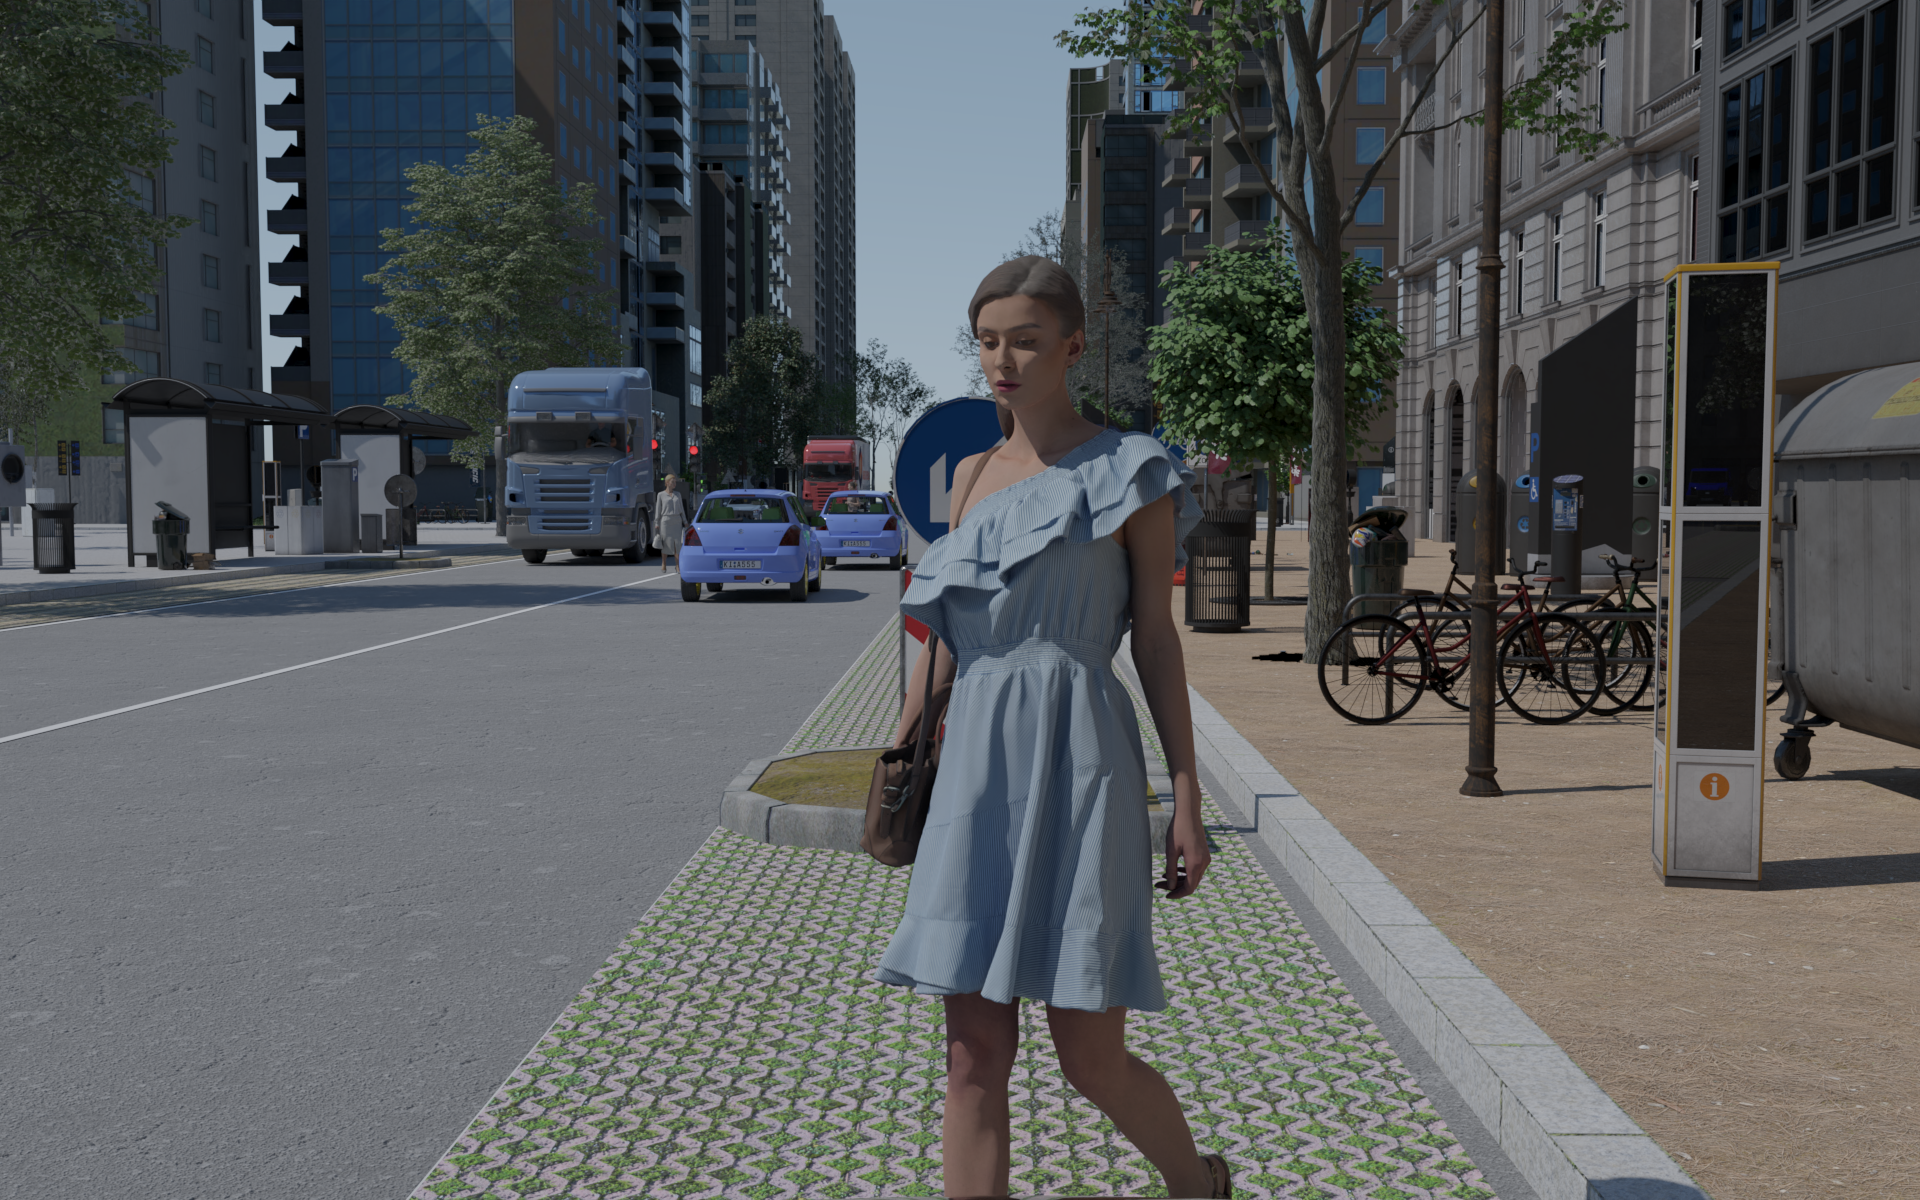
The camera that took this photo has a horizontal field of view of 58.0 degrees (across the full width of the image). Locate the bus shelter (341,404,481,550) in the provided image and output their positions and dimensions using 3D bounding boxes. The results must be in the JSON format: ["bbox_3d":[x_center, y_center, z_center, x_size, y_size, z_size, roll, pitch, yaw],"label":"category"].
[{"bbox_3d":[-13.377,-2.931,41.851,2.014,3.302,5.546,0,4,1],"label":"bus shelter"}]

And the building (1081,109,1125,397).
[{"bbox_3d":[21.393,-33.785,202.497,14.600,45.320,14.200,0,4,1],"label":"building"}]

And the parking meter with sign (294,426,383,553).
[{"bbox_3d":[-13.442,-2.526,37.556,1.738,3.016,0.543,0,4,3],"label":"parking meter with sign"}]

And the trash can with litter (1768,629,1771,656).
[{"bbox_3d":[7.077,-0.174,13.908,1.678,1.210,2.233,-1,4,-14],"label":"trash can with litter"}]

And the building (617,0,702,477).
[{"bbox_3d":[-29.875,-49.324,119.115,22.319,86.520,31.000,0,4,1],"label":"building"}]

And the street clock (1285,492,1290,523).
[{"bbox_3d":[14.523,-4.410,76.666,0.471,2.002,0.358,1,4,19],"label":"street clock"}]

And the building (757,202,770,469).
[{"bbox_3d":[-25.914,-24.027,164.535,14.160,30.474,14.107,0,4,1],"label":"building"}]

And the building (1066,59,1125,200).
[{"bbox_3d":[26.066,-52.099,290.062,20.563,71.187,20.611,0,4,1],"label":"building"}]

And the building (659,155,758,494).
[{"bbox_3d":[-25.942,-23.165,150.451,14.160,30.474,14.107,0,4,1],"label":"building"}]

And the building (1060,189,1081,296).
[{"bbox_3d":[26.609,-39.509,269.671,21.300,48.544,21.600,0,4,1],"label":"building"}]

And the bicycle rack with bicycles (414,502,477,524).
[{"bbox_3d":[-22.266,-3.794,75.406,2.925,0.926,2.852,3,4,36],"label":"bicycle rack with bicycles"}]

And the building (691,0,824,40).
[{"bbox_3d":[-27.453,-49.295,244.227,20.563,71.187,20.611,0,4,1],"label":"building"}]

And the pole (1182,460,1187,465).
[{"bbox_3d":[7.048,-3.710,54.497,0.158,3.312,0.155,0,3,0],"label":"pole"}]

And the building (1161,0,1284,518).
[{"bbox_3d":[23.777,-27.480,103.919,22.147,44.769,28.867,0,4,1],"label":"building"}]

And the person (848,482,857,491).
[{"bbox_3d":[-3.110,-2.457,49.015,0.374,1.781,0.599,-3,5,-40],"label":"person"}]

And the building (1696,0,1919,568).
[{"bbox_3d":[17.824,-13.520,14.565,14.314,27.812,24.014,0,4,1],"label":"building"}]

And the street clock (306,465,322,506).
[{"bbox_3d":[-15.996,-2.357,43.109,0.471,2.002,0.358,-1,4,-14],"label":"street clock"}]

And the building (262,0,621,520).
[{"bbox_3d":[-26.133,-26.889,89.745,14.600,45.320,14.200,0,4,1],"label":"building"}]

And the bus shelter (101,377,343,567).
[{"bbox_3d":[-13.783,-2.374,32.735,2.014,3.302,5.546,0,4,1],"label":"bus shelter"}]

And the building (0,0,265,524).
[{"bbox_3d":[-42.153,-24.238,79.886,14.086,41.232,14.154,0,4,1],"label":"building"}]

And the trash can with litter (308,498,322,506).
[{"bbox_3d":[-17.325,-2.185,47.114,0.624,1.170,1.055,-3,4,-38],"label":"trash can with litter"}]

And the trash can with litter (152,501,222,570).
[{"bbox_3d":[-13.089,-1.098,29.333,1.055,1.170,0.624,0,4,-6],"label":"trash can with litter"}]

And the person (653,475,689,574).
[{"bbox_3d":[-5.193,-1.370,31.254,0.694,1.780,0.624,-1,4,-13],"label":"person"}]

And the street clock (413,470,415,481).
[{"bbox_3d":[-14.422,-2.478,45.080,0.471,2.002,0.358,-1,4,-11],"label":"street clock"}]

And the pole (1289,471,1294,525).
[{"bbox_3d":[13.665,-4.735,71.258,0.158,3.312,0.155,0,3,0],"label":"pole"}]

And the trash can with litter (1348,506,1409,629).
[{"bbox_3d":[3.881,-0.324,16.677,0.624,1.170,1.055,-1,4,-10],"label":"trash can with litter"}]

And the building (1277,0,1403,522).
[{"bbox_3d":[22.860,-26.267,79.572,14.200,45.320,14.600,0,4,1],"label":"building"}]

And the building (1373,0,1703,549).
[{"bbox_3d":[18.420,-12.044,38.728,13.314,21.916,24.055,0,4,1],"label":"building"}]

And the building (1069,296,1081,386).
[{"bbox_3d":[22.648,-29.364,251.803,14.160,30.474,14.107,0,4,1],"label":"building"}]

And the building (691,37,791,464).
[{"bbox_3d":[-30.286,-34.685,186.707,23.786,49.044,30.456,0,4,1],"label":"building"}]

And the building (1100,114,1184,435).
[{"bbox_3d":[17.813,-22.220,134.994,14.160,30.474,14.107,0,4,1],"label":"building"}]

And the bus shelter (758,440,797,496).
[{"bbox_3d":[-12.592,-8.728,120.333,2.179,5.291,8.768,0,4,1],"label":"bus shelter"}]

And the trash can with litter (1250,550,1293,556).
[{"bbox_3d":[5.860,-1.552,36.439,2.233,1.210,1.678,1,4,19],"label":"trash can with litter"}]

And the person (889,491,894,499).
[{"bbox_3d":[-7.169,-10.491,180.709,0.721,1.739,1.217,-2,4,-25],"label":"person"}]

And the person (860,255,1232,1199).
[{"bbox_3d":[0.130,0.349,2.889,0.778,1.811,0.616,-3,5,-44],"label":"person"}]

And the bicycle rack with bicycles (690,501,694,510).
[{"bbox_3d":[-13.267,-4.543,87.663,2.925,0.926,2.852,-1,4,-12],"label":"bicycle rack with bicycles"}]

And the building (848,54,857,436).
[{"bbox_3d":[-26.200,-50.552,264.777,20.563,71.187,20.611,0,4,1],"label":"building"}]

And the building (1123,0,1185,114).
[{"bbox_3d":[25.591,-52.953,178.448,22.319,86.520,31.000,0,4,1],"label":"building"}]

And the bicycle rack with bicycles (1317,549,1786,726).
[{"bbox_3d":[3.538,0.176,10.502,2.925,0.926,2.852,0,4,6],"label":"bicycle rack with bicycles"}]

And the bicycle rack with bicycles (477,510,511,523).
[{"bbox_3d":[-13.400,-2.521,54.606,2.852,0.926,2.925,0,4,-4],"label":"bicycle rack with bicycles"}]

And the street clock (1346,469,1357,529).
[{"bbox_3d":[11.444,-2.831,50.864,0.358,2.002,0.471,-1,4,-10],"label":"street clock"}]

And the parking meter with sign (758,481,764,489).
[{"bbox_3d":[-15.330,-8.425,134.002,0.543,3.016,1.738,-1,4,-14],"label":"parking meter with sign"}]

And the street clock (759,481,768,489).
[{"bbox_3d":[-11.316,-5.815,99.642,0.471,2.002,0.358,1,4,15],"label":"street clock"}]
